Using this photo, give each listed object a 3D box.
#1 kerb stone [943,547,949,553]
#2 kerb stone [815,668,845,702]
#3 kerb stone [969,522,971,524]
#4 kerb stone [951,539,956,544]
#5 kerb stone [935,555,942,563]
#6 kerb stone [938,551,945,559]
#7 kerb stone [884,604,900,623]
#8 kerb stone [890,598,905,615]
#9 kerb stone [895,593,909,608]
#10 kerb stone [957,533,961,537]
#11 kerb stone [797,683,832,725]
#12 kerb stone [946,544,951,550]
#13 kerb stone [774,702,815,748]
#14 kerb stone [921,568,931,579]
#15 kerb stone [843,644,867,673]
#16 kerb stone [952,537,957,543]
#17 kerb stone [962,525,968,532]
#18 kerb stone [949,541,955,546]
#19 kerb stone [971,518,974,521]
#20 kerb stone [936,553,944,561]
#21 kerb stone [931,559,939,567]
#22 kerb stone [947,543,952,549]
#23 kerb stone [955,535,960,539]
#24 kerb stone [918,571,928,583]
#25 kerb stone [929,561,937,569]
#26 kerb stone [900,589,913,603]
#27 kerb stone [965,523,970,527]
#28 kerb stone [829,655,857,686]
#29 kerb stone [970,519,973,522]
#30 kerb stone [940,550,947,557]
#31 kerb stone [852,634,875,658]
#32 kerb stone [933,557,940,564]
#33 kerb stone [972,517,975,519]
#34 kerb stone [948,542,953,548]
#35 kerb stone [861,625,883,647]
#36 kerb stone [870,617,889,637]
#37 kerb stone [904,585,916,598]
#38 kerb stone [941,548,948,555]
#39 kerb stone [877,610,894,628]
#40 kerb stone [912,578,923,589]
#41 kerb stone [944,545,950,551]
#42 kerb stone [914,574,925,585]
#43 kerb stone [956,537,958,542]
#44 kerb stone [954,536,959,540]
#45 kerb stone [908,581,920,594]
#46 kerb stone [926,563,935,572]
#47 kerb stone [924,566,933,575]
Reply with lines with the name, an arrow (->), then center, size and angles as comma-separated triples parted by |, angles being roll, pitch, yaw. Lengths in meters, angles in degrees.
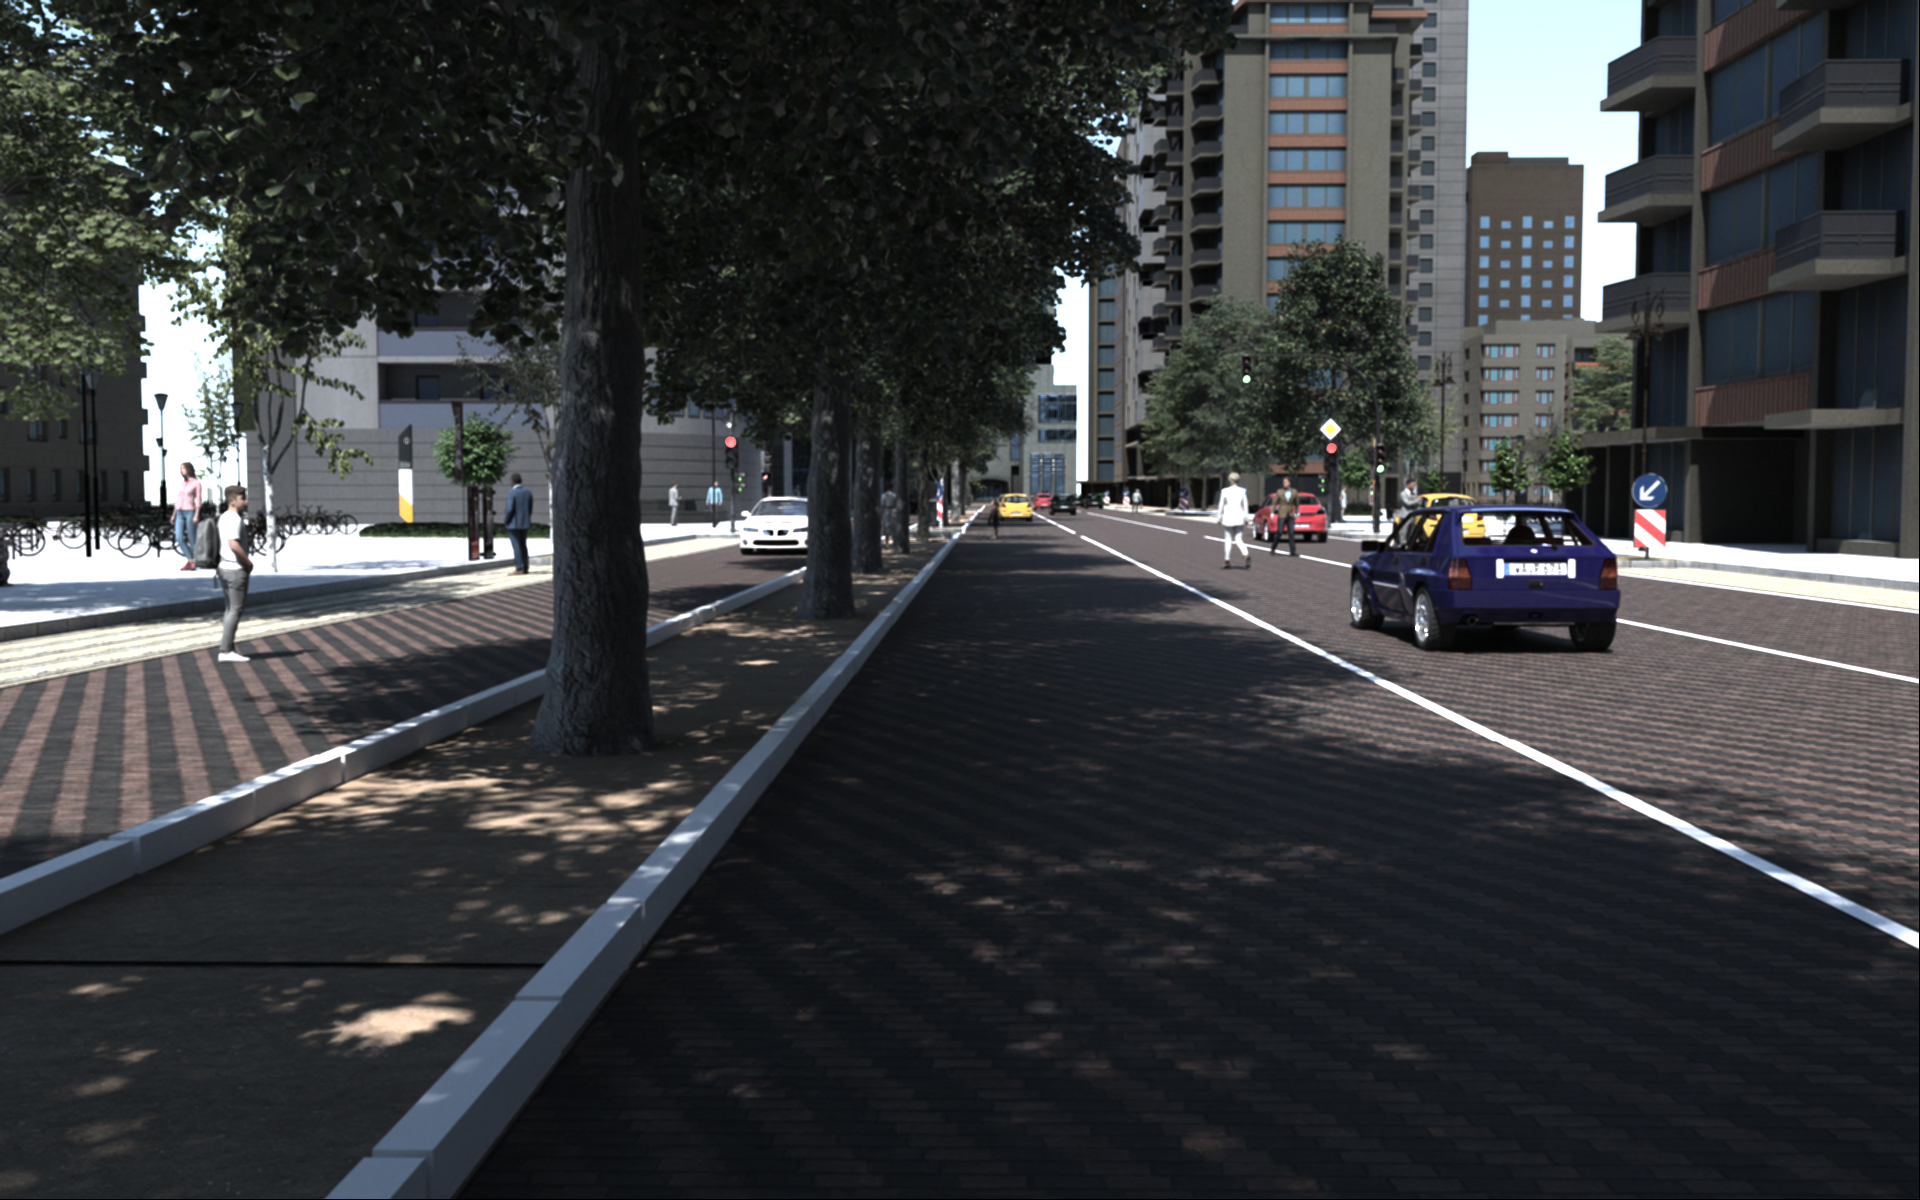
kerb stone -> -0.384, -1.075, 39.774 | 0.120, 0.150, 1.000 | 0, 4, 1
kerb stone -> -0.926, 0.620, 12.101 | 0.120, 0.150, 1.000 | 0, 4, 1
kerb stone -> 0.277, -3.113, 73.096 | 0.120, 0.150, 1.000 | 0, 4, 1
kerb stone -> -0.246, -1.505, 46.950 | 0.120, 0.150, 1.000 | 0, 4, 1
kerb stone -> -0.483, -0.762, 34.656 | 0.120, 0.150, 1.000 | 0, 4, 1
kerb stone -> -0.441, -0.887, 36.704 | 0.120, 0.150, 1.000 | 0, 4, 1
kerb stone -> -0.780, 0.178, 19.288 | 0.120, 0.150, 1.000 | 0, 4, 1
kerb stone -> -0.763, 0.116, 20.310 | 0.120, 0.150, 1.000 | 0, 4, 1
kerb stone -> -0.746, 0.053, 21.332 | 0.120, 0.150, 1.000 | 0, 4, 1
kerb stone -> -0.117, -1.890, 53.098 | 0.120, 0.150, 1.000 | 0, 4, 1
kerb stone -> -0.943, 0.680, 11.079 | 0.120, 0.150, 1.000 | 0, 4, 1
kerb stone -> -0.340, -1.200, 41.822 | 0.120, 0.150, 1.000 | 0, 4, 1
kerb stone -> -0.969, 0.743, 10.056 | 0.120, 0.150, 1.000 | 0, 4, 1
kerb stone -> -0.604, -0.385, 28.494 | 0.120, 0.150, 1.000 | 0, 4, 1
kerb stone -> -0.878, 0.497, 14.158 | 0.120, 0.150, 1.000 | 0, 4, 1
kerb stone -> -0.218, -1.577, 47.978 | 0.120, 0.150, 1.000 | 0, 4, 1
kerb stone -> 0.135, -2.673, 65.934 | 0.120, 0.150, 1.000 | 0, 4, 1
kerb stone -> -0.278, -1.388, 44.892 | 0.120, 0.150, 1.000 | 0, 4, 1
kerb stone -> 0.474, -3.739, 83.346 | 0.120, 0.150, 1.000 | 0, 4, 1
kerb stone -> -0.459, -0.818, 35.683 | 0.120, 0.150, 1.000 | 0, 4, 1
kerb stone -> -0.527, -0.631, 32.605 | 0.120, 0.150, 1.000 | 0, 4, 1
kerb stone -> -0.322, -1.263, 42.848 | 0.120, 0.150, 1.000 | 0, 4, 1
kerb stone -> -0.156, -1.761, 51.052 | 0.120, 0.150, 1.000 | 0, 4, 1
kerb stone -> -0.620, -0.323, 27.472 | 0.120, 0.150, 1.000 | 0, 4, 1
kerb stone -> -0.541, -0.574, 31.580 | 0.120, 0.150, 1.000 | 0, 4, 1
kerb stone -> -0.728, -0.010, 22.353 | 0.120, 0.150, 1.000 | 0, 4, 1
kerb stone -> 0.236, -2.988, 71.052 | 0.120, 0.150, 1.000 | 0, 4, 1
kerb stone -> -0.902, 0.555, 13.136 | 0.120, 0.150, 1.000 | 0, 4, 1
kerb stone -> 0.397, -3.490, 79.249 | 0.120, 0.150, 1.000 | 0, 4, 1
kerb stone -> -0.422, -0.950, 37.726 | 0.120, 0.150, 1.000 | 0, 4, 1
kerb stone -> -0.860, 0.432, 15.185 | 0.120, 0.150, 1.000 | 0, 4, 1
kerb stone -> -0.505, -0.696, 33.627 | 0.120, 0.150, 1.000 | 0, 4, 1
kerb stone -> 0.537, -3.921, 86.429 | 0.120, 0.150, 1.000 | 0, 4, 1
kerb stone -> -0.303, -1.325, 43.870 | 0.120, 0.150, 1.000 | 0, 4, 1
kerb stone -> -0.841, 0.366, 16.206 | 0.120, 0.150, 1.000 | 0, 4, 1
kerb stone -> -0.824, 0.304, 17.235 | 0.120, 0.150, 1.000 | 0, 4, 1
kerb stone -> -0.707, -0.072, 23.375 | 0.120, 0.150, 1.000 | 0, 4, 1
kerb stone -> -0.396, -1.012, 38.749 | 0.120, 0.150, 1.000 | 0, 4, 1
kerb stone -> -0.807, 0.242, 18.262 | 0.120, 0.150, 1.000 | 0, 4, 1
kerb stone -> -0.665, -0.192, 25.424 | 0.120, 0.150, 1.000 | 0, 4, 1
kerb stone -> -0.356, -1.138, 40.800 | 0.120, 0.150, 1.000 | 0, 4, 1
kerb stone -> -0.646, -0.260, 26.451 | 0.120, 0.150, 1.000 | 0, 4, 1
kerb stone -> -0.202, -1.634, 49.002 | 0.120, 0.150, 1.000 | 0, 4, 1
kerb stone -> -0.180, -1.702, 50.028 | 0.120, 0.150, 1.000 | 0, 4, 1
kerb stone -> -0.686, -0.135, 24.397 | 0.120, 0.150, 1.000 | 0, 4, 1
kerb stone -> -0.561, -0.511, 30.556 | 0.120, 0.150, 1.000 | 0, 4, 1
kerb stone -> -0.580, -0.448, 29.520 | 0.120, 0.150, 1.000 | 0, 4, 1
